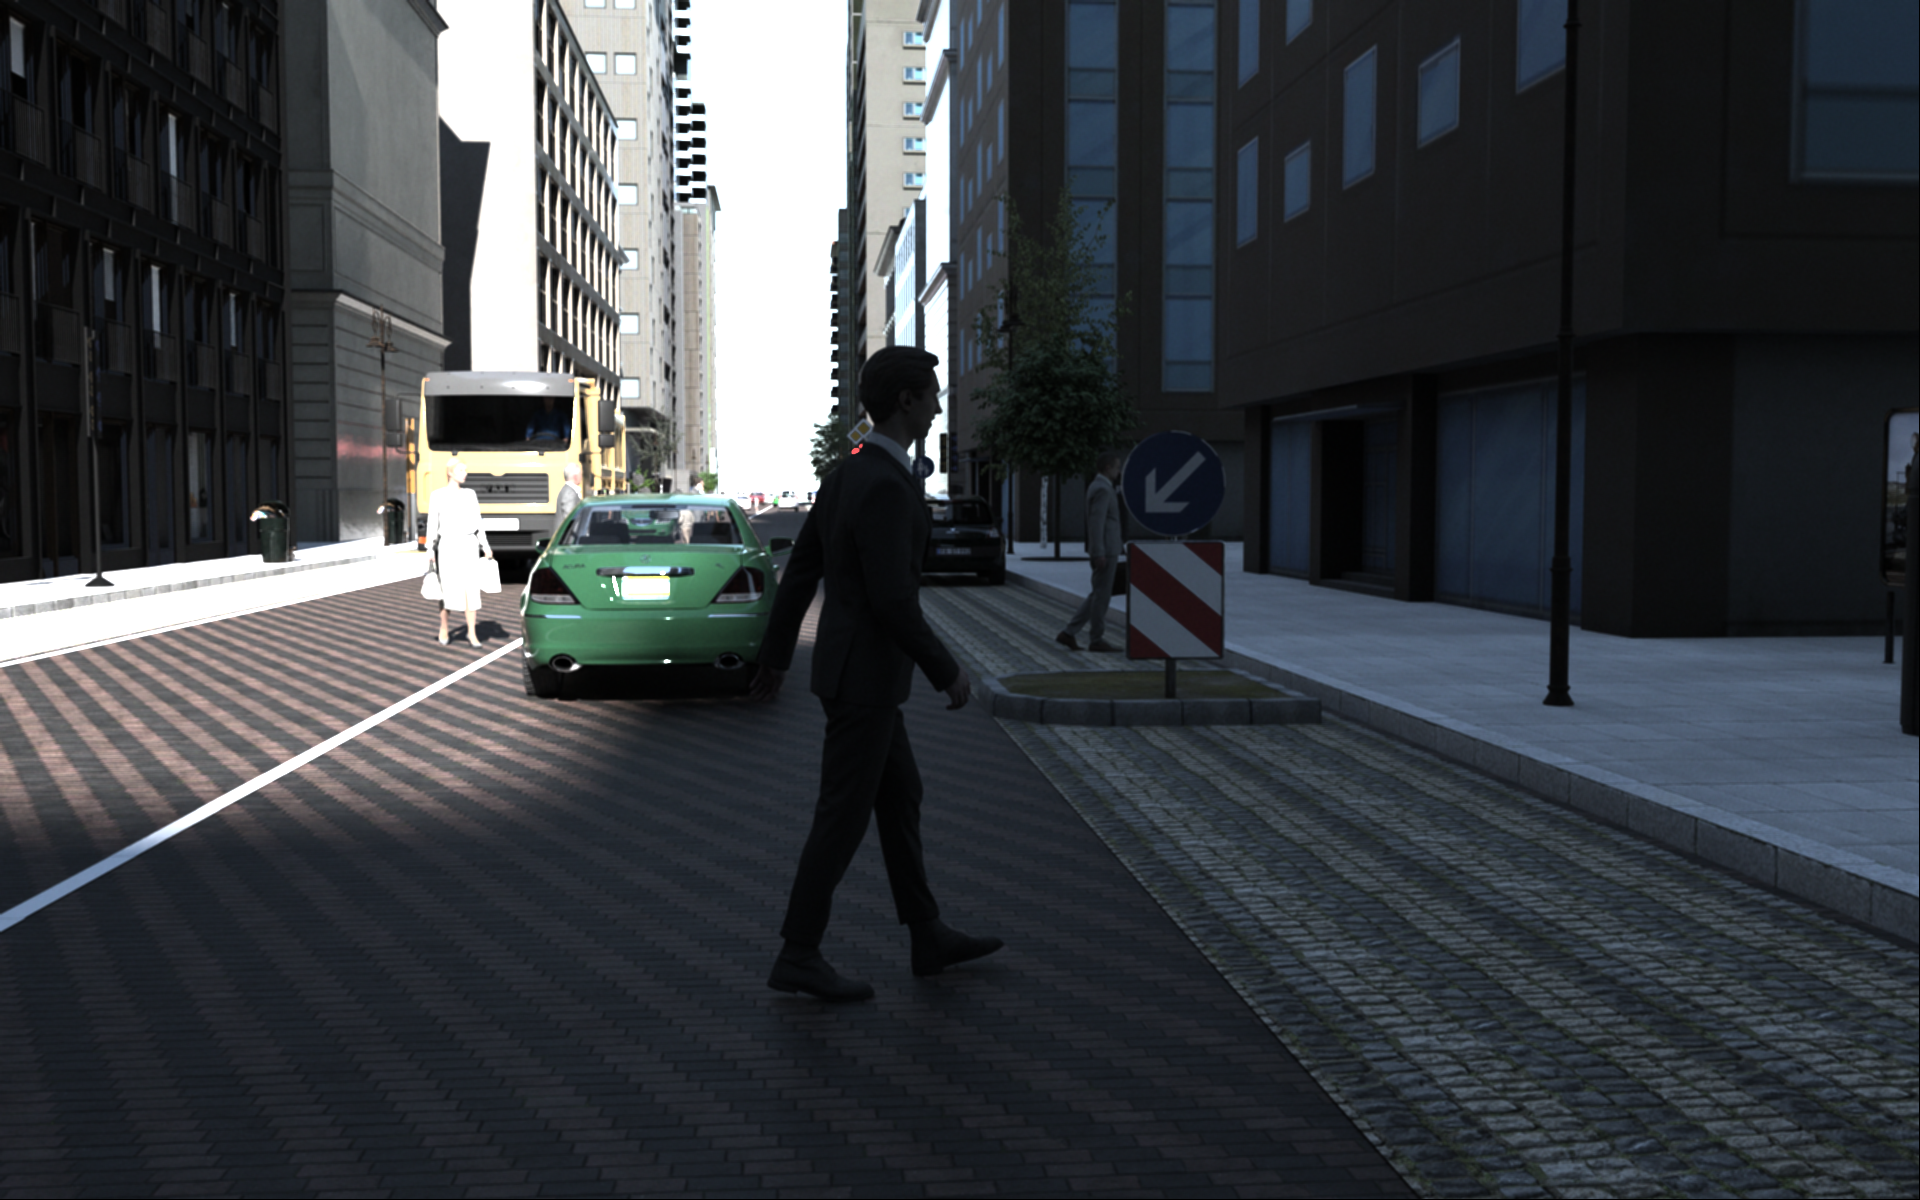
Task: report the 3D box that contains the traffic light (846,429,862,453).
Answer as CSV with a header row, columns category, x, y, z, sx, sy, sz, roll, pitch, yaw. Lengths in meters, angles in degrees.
category,x,y,z,sx,sy,sz,roll,pitch,yaw
traffic light,-4.320,-5.062,71.686,0.839,4.253,0.868,0,4,-5

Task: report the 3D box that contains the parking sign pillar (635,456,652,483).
category,x,y,z,sx,sy,sz,roll,pitch,yaw
parking sign pillar,-22.187,-8.122,121.268,1.447,3.967,1.447,2,4,35

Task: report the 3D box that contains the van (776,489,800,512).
category,x,y,z,sx,sy,sz,roll,pitch,yaw
van,-14.158,-8.295,142.642,2.013,2.044,4.112,0,4,-7

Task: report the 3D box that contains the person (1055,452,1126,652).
category,x,y,z,sx,sy,sz,roll,pitch,yaw
person,1.301,-0.429,15.634,0.853,1.813,0.709,0,4,-4

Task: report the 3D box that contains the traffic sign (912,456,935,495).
category,x,y,z,sx,sy,sz,roll,pitch,yaw
traffic sign,-1.213,-3.503,57.385,0.768,2.556,0.104,0,4,4

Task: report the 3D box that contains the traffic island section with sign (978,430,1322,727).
category,x,y,z,sx,sy,sz,roll,pitch,yaw
traffic island section with sign,1.156,-0.180,11.565,1.989,1.847,2.006,0,4,-5

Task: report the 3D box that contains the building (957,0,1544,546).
category,x,y,z,sx,sy,sz,roll,pitch,yaw
building,7.447,-24.561,51.691,14.600,45.320,14.200,0,4,-5

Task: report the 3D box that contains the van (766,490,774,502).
category,x,y,z,sx,sy,sz,roll,pitch,yaw
van,-30.811,-16.706,280.158,2.013,2.044,4.112,0,4,-6

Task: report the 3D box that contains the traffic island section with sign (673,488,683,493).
category,x,y,z,sx,sy,sz,roll,pitch,yaw
traffic island section with sign,-19.538,-6.839,120.440,1.989,1.847,2.006,0,4,-5

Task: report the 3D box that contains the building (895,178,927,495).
category,x,y,z,sx,sy,sz,roll,pitch,yaw
building,2.014,-14.908,98.491,10.420,20.320,16.860,0,4,-5

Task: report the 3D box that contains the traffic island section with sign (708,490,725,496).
category,x,y,z,sx,sy,sz,roll,pitch,yaw
traffic island section with sign,-24.160,-9.790,168.698,1.989,1.847,2.006,0,4,-5

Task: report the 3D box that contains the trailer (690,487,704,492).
category,x,y,z,sx,sy,sz,roll,pitch,yaw
trailer,-20.239,-7.709,133.088,1.471,1.999,3.904,0,4,-6

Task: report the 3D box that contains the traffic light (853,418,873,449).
category,x,y,z,sx,sy,sz,roll,pitch,yaw
traffic light,-3.558,-4.576,63.737,0.839,4.253,0.868,0,4,-5

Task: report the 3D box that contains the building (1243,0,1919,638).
category,x,y,z,sx,sy,sz,roll,pitch,yaw
building,11.853,-22.702,21.293,14.600,45.320,14.200,0,4,-5

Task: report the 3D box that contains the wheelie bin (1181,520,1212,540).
category,x,y,z,sx,sy,sz,roll,pitch,yaw
wheelie bin,5.465,-1.981,40.296,0.980,1.594,0.693,-1,4,-13

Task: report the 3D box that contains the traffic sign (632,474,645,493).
category,x,y,z,sx,sy,sz,roll,pitch,yaw
traffic sign,-19.993,-6.579,107.667,0.768,2.556,0.104,0,4,-5

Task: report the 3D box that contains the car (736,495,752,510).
category,x,y,z,sx,sy,sz,roll,pitch,yaw
car,-19.990,-8.885,157.631,2.083,1.381,4.827,0,4,-7

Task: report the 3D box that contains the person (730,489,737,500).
category,x,y,z,sx,sy,sz,roll,pitch,yaw
person,-16.675,-7.277,127.698,0.478,1.798,0.641,2,4,30

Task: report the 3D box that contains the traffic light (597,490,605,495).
category,x,y,z,sx,sy,sz,roll,pitch,yaw
traffic light,-14.732,-5.000,70.676,0.839,4.253,0.868,0,4,-5

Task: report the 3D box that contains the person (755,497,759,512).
category,x,y,z,sx,sy,sz,roll,pitch,yaw
person,-16.070,-7.575,137.373,0.382,1.210,0.505,-2,4,-24

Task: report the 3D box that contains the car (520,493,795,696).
category,x,y,z,sx,sy,sz,roll,pitch,yaw
car,-2.367,-0.124,13.820,2.131,1.459,4.920,0,4,-7

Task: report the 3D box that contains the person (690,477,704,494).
category,x,y,z,sx,sy,sz,roll,pitch,yaw
person,-6.327,-2.086,42.418,0.447,1.846,0.655,1,4,14

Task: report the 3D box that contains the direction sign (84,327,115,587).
category,x,y,z,sx,sy,sz,roll,pitch,yaw
direction sign,-11.937,-1.953,23.923,0.379,3.537,0.876,-1,4,-16

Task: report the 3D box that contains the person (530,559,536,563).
category,x,y,z,sx,sy,sz,roll,pitch,yaw
person,-9.004,-1.642,35.768,0.576,1.772,0.534,0,4,-3

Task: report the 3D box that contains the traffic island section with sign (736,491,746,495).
category,x,y,z,sx,sy,sz,roll,pitch,yaw
traffic island section with sign,-34.657,-16.490,278.230,1.989,1.847,2.006,0,4,-5

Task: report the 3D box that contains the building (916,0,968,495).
category,x,y,z,sx,sy,sz,roll,pitch,yaw
building,8.501,-17.954,79.456,20.117,28.700,13.634,0,4,-5

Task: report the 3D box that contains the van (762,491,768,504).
category,x,y,z,sx,sy,sz,roll,pitch,yaw
van,-27.801,-14.372,241.994,2.013,2.044,4.112,0,4,-5

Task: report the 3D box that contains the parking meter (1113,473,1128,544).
category,x,y,z,sx,sy,sz,roll,pitch,yaw
parking meter,4.145,-2.377,44.568,0.399,1.863,0.255,1,4,23

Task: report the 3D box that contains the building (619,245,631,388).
category,x,y,z,sx,sy,sz,roll,pitch,yaw
building,-28.529,-17.015,114.346,11.583,22.565,21.152,0,4,-5

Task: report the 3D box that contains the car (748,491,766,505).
category,x,y,z,sx,sy,sz,roll,pitch,yaw
car,-25.773,-12.894,219.496,2.281,1.827,5.304,0,4,-6

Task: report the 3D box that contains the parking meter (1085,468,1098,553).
category,x,y,z,sx,sy,sz,roll,pitch,yaw
parking meter,2.910,-1.976,38.012,0.255,1.863,0.399,1,4,22

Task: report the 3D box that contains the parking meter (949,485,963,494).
category,x,y,z,sx,sy,sz,roll,pitch,yaw
parking meter,-0.106,-2.308,46.140,0.372,1.533,0.369,0,3,0

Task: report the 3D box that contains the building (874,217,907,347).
category,x,y,z,sx,sy,sz,roll,pitch,yaw
building,-0.964,-16.883,126.941,10.553,20.767,40.483,0,4,-5

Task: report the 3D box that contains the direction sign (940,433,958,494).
category,x,y,z,sx,sy,sz,roll,pitch,yaw
direction sign,-0.412,-4.424,64.331,0.876,3.537,0.379,3,5,41

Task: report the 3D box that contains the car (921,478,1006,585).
category,x,y,z,sx,sy,sz,roll,pitch,yaw
car,-0.239,-1.143,28.480,2.009,1.686,4.222,0,4,-4

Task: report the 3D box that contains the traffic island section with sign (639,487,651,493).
category,x,y,z,sx,sy,sz,roll,pitch,yaw
traffic island section with sign,-16.943,-5.190,93.478,1.989,1.847,2.006,0,4,-5

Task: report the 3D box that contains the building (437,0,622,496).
category,x,y,z,sx,sy,sz,roll,pitch,yaw
building,-28.453,-17.247,86.510,19.350,26.468,34.151,0,4,-5

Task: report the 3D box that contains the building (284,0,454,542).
category,x,y,z,sx,sy,sz,roll,pitch,yaw
building,-31.456,-13.346,51.486,30.059,22.955,16.112,0,4,-5

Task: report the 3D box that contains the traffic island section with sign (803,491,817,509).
category,x,y,z,sx,sy,sz,roll,pitch,yaw
traffic island section with sign,-16.676,-11.565,197.714,1.989,1.847,2.006,0,4,-5

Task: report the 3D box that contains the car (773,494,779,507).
category,x,y,z,sx,sy,sz,roll,pitch,yaw
car,-20.053,-11.358,194.497,1.959,1.807,4.718,0,4,-4

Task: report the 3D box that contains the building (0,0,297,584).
category,x,y,z,sx,sy,sz,roll,pitch,yaw
building,-20.264,-12.238,29.762,12.332,23.373,15.834,0,4,-5

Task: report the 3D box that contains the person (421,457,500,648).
category,x,y,z,sx,sy,sz,roll,pitch,yaw
person,-4.704,-0.455,16.290,0.694,1.780,0.624,-1,4,-20

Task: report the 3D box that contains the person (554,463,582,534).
category,x,y,z,sx,sy,sz,roll,pitch,yaw
person,-4.236,-0.628,19.162,0.834,1.777,0.661,-2,4,-28

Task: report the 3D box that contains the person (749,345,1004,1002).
category,x,y,z,sx,sy,sz,roll,pitch,yaw
person,-0.197,0.200,5.000,0.755,1.850,0.659,-1,4,-17

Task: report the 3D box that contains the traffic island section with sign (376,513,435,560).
category,x,y,z,sx,sy,sz,roll,pitch,yaw
traffic island section with sign,-11.648,-1.808,38.194,1.989,1.847,2.006,0,4,-5
